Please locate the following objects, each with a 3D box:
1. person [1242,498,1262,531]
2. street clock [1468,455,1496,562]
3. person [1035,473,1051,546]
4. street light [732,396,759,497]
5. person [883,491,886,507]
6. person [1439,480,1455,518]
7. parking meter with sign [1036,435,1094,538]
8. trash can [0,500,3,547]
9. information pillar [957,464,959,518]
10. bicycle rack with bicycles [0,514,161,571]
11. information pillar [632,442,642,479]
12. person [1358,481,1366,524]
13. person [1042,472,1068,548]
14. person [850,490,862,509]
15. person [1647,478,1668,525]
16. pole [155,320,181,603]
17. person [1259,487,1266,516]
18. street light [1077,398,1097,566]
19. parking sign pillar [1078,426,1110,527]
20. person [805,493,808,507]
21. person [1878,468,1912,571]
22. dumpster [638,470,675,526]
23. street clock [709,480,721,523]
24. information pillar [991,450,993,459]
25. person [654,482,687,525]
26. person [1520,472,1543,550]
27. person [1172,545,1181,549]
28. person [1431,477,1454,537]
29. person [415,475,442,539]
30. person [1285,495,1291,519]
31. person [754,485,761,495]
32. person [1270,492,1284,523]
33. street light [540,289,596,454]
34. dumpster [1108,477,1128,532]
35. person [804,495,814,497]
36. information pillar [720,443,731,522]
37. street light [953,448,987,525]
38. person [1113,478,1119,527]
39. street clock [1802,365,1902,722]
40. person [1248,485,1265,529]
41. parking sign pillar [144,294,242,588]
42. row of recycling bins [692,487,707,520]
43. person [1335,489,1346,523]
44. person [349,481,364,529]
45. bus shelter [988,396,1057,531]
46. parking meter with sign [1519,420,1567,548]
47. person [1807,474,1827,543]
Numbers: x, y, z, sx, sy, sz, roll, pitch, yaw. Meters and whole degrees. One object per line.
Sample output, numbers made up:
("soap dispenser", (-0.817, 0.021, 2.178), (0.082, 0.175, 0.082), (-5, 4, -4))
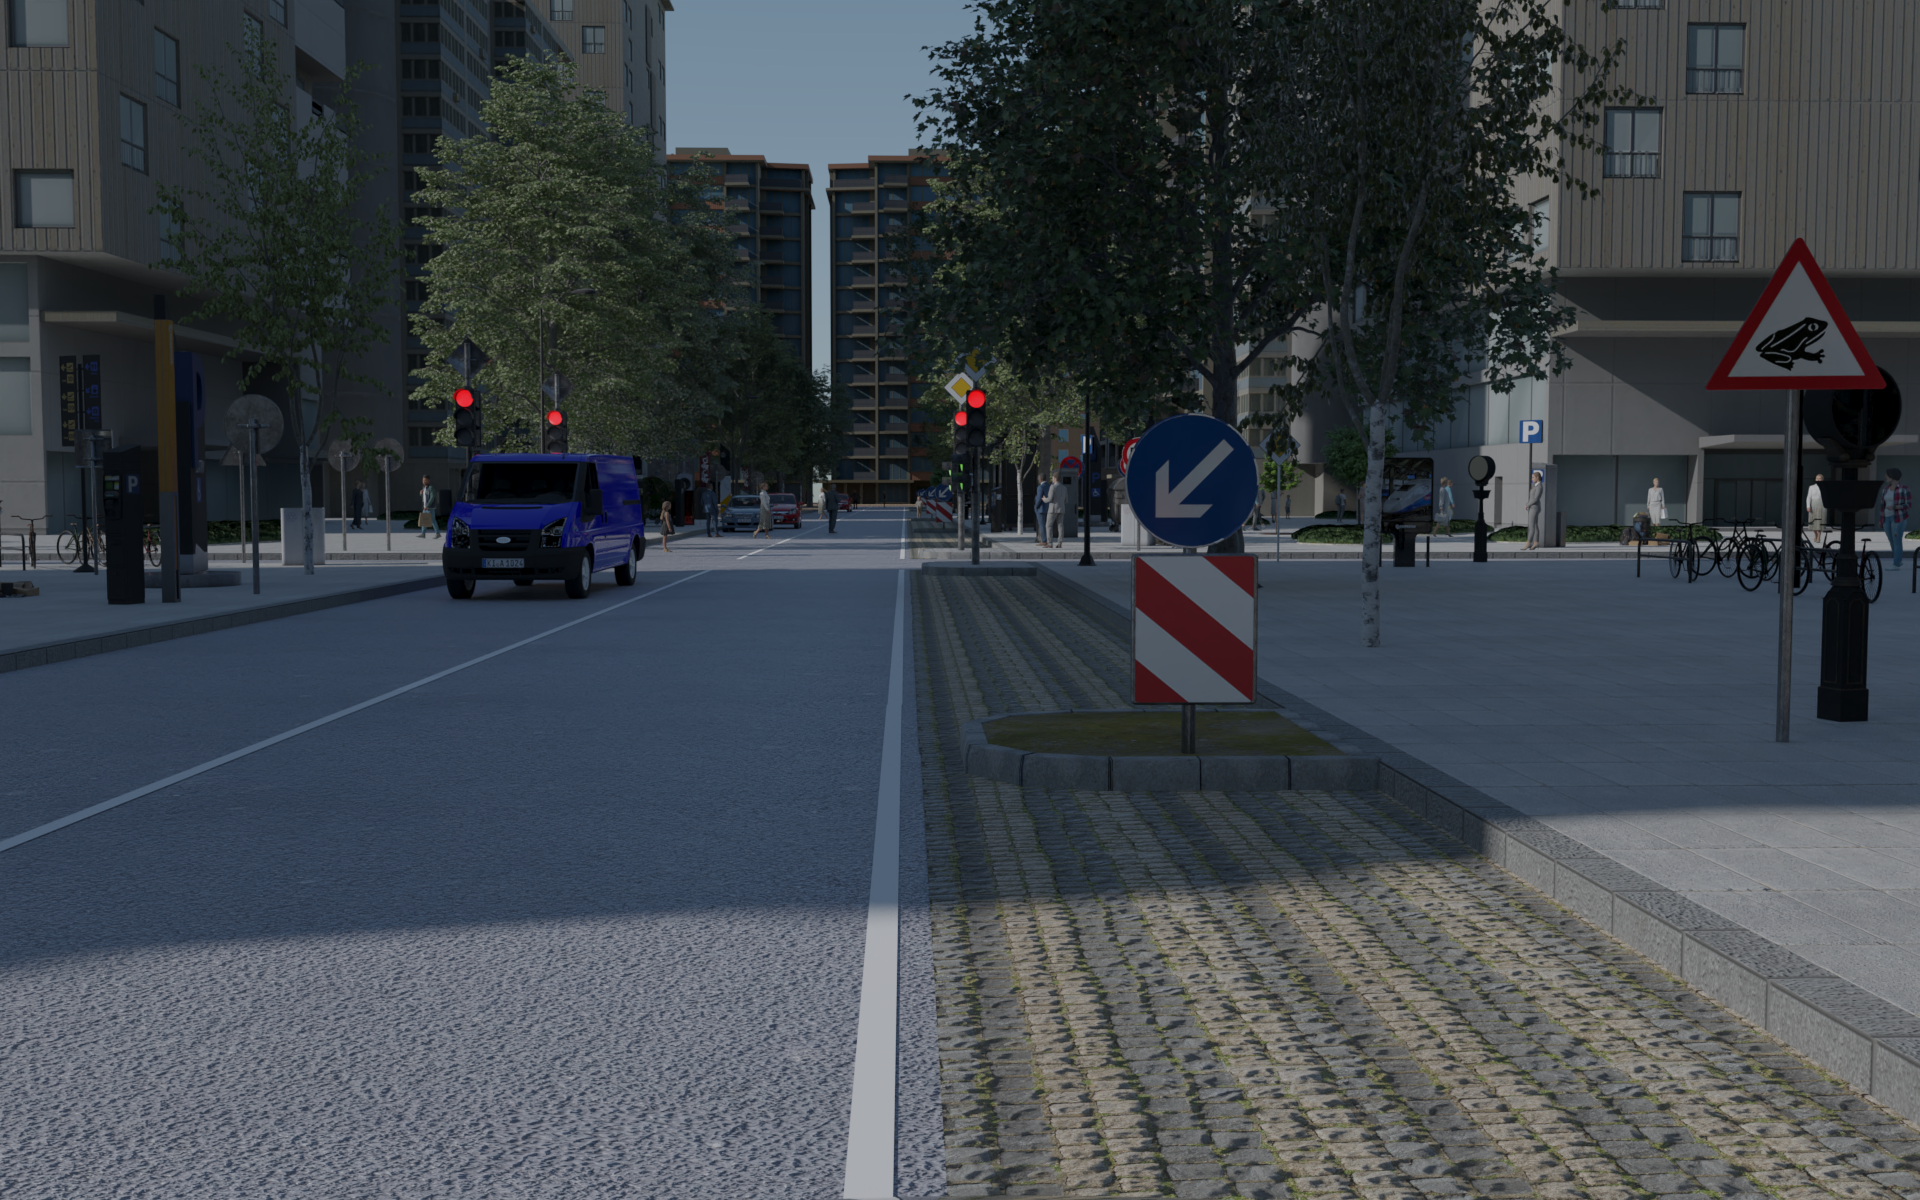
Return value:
("person", (10.087, -3.311, 60.035), (0.748, 1.841, 0.638), (1, 4, 9))
("street clock", (9.802, -1.712, 32.570), (0.358, 2.002, 0.471), (-2, 4, -33))
("person", (2.091, -2.245, 42.938), (0.419, 1.800, 0.721), (2, 4, 32))
("street light", (-10.258, -6.716, 82.348), (1.470, 5.913, 1.316), (0, 4, -2))
("person", (-8.027, -10.828, 186.054), (0.721, 1.766, 1.217), (0, 4, -7))
("person", (17.372, -3.391, 61.825), (0.444, 1.785, 0.601), (-1, 4, -13))
("parking meter with sign", (3.077, -3.347, 50.978), (1.738, 3.016, 0.543), (-2, 4, -29))
("trash can", (-22.357, -1.718, 39.738), (0.748, 1.137, 0.748), (0, 3, 0))
("information pillar", (0.076, -6.194, 92.633), (0.504, 3.616, 0.183), (-1, 4, -9))
("bicycle rack with bicycles", (-15.617, -1.047, 30.501), (2.852, 0.926, 2.925), (-3, 5, -39))
("information pillar", (-13.967, -5.121, 75.088), (0.504, 3.616, 0.183), (2, 4, 28))
("person", (15.360, -3.619, 65.548), (0.374, 1.781, 0.599), (-2, 4, -24))
("person", (2.234, -2.137, 41.184), (0.583, 1.804, 0.606), (3, 5, 45))
("person", (-9.834, -9.417, 162.607), (1.348, 1.807, 0.705), (1, 4, 11))
("person", (22.118, -2.969, 54.946), (0.624, 1.780, 0.694), (-3, 5, -42))
("pole", (-9.331, -1.624, 20.399), (0.158, 3.312, 0.155), (0, 3, 0))
("person", (12.991, -4.234, 75.111), (0.661, 1.843, 0.795), (-2, 4, -30))
("street light", (1.736, -3.566, 30.850), (1.470, 5.913, 1.316), (0, 4, -2))
("parking sign pillar", (5.214, -4.884, 68.332), (1.447, 3.967, 1.447), (-1, 4, -9))
("person", (-15.574, -10.385, 177.311), (0.593, 1.643, 0.415), (0, 4, -5))
("person", (15.736, -1.359, 29.102), (0.643, 1.720, 0.563), (-1, 4, -15))
("dumpster", (-12.160, -4.053, 68.765), (1.502, 2.255, 1.985), (0, 4, -2))
("street clock", (-10.780, -4.384, 76.240), (0.358, 2.002, 0.471), (3, 5, 41))
("information pillar", (1.843, -6.118, 91.382), (0.504, 3.616, 0.183), (-1, 4, -10))
("person", (-11.909, -4.010, 71.830), (1.509, 1.804, 0.699), (-1, 4, -9))
("person", (13.044, -2.035, 39.592), (0.573, 1.790, 0.520), (0, 4, -1))
("person", (5.089, -2.096, 40.664), (0.601, 1.785, 0.444), (2, 4, 33))
("person", (14.385, -2.765, 51.610), (0.624, 1.780, 0.694), (2, 4, 28))
("person", (-15.035, -2.627, 48.976), (0.713, 1.824, 0.794), (-1, 4, -22))
("person", (16.736, -4.741, 88.247), (0.332, 1.250, 0.352), (0, 4, 2))
("person", (-11.712, -5.747, 99.991), (0.713, 1.824, 0.794), (0, 4, 4))
("person", (14.041, -4.294, 76.824), (0.524, 1.755, 0.480), (-2, 4, -31))
("street light", (-8.925, -4.084, 39.312), (1.470, 5.913, 1.316), (0, 4, -2))
("dumpster", (5.742, -3.247, 58.846), (1.264, 1.857, 1.865), (0, 4, -2))
("person", (-16.496, -11.250, 189.917), (1.348, 1.831, 0.705), (-3, 5, -41))
("information pillar", (-10.679, -5.346, 78.760), (0.504, 3.616, 0.183), (0, 4, 2))
("street light", (0.413, -6.090, 72.106), (1.470, 5.913, 1.316), (0, 4, -2))
("person", (5.692, -3.382, 61.256), (0.836, 1.842, 0.656), (1, 4, 12))
("street clock", (5.014, -0.319, 9.782), (0.471, 2.002, 0.358), (-1, 4, -13))
("person", (10.765, -3.472, 62.989), (0.728, 1.800, 0.709), (3, 4, 36))
("parking sign pillar", (-10.846, -2.182, 24.146), (1.447, 3.967, 1.447), (-1, 4, -15))
("row of recycling bins", (-14.092, -4.917, 87.504), (3.534, 1.692, 1.069), (2, 4, 28))
("person", (16.841, -4.161, 76.664), (0.503, 1.515, 0.523), (1, 4, 10))
("person", (-21.916, -3.450, 62.874), (0.534, 1.772, 0.576), (-1, 4, -16))
("bus shelter", (2.159, -5.272, 63.825), (2.179, 5.291, 8.768), (0, 4, -2))
("parking meter with sign", (13.986, -2.762, 41.426), (0.543, 3.016, 1.738), (3, 5, 42))
("person", (22.582, -2.406, 45.610), (0.478, 1.798, 0.641), (2, 4, 33))
